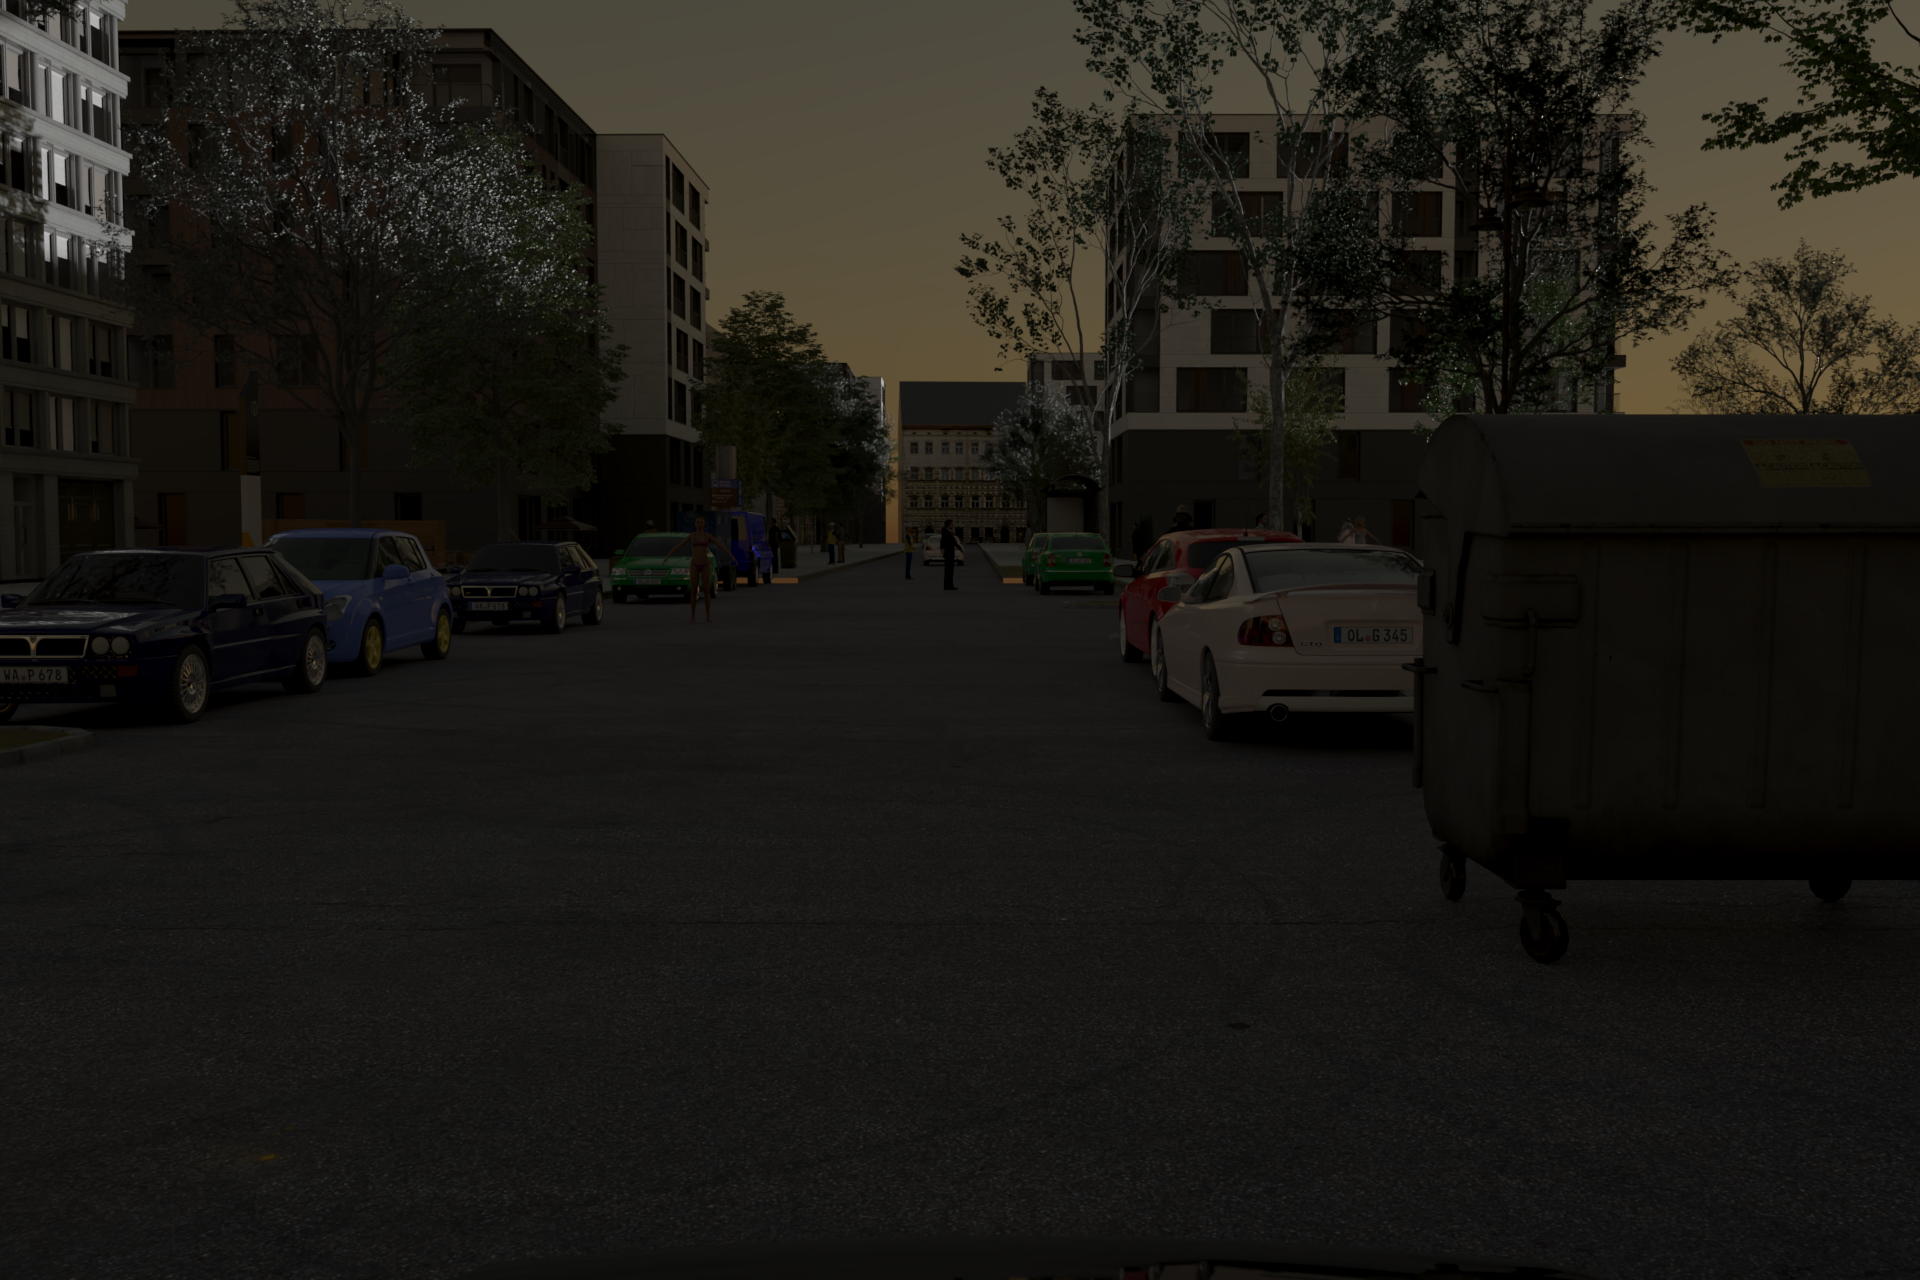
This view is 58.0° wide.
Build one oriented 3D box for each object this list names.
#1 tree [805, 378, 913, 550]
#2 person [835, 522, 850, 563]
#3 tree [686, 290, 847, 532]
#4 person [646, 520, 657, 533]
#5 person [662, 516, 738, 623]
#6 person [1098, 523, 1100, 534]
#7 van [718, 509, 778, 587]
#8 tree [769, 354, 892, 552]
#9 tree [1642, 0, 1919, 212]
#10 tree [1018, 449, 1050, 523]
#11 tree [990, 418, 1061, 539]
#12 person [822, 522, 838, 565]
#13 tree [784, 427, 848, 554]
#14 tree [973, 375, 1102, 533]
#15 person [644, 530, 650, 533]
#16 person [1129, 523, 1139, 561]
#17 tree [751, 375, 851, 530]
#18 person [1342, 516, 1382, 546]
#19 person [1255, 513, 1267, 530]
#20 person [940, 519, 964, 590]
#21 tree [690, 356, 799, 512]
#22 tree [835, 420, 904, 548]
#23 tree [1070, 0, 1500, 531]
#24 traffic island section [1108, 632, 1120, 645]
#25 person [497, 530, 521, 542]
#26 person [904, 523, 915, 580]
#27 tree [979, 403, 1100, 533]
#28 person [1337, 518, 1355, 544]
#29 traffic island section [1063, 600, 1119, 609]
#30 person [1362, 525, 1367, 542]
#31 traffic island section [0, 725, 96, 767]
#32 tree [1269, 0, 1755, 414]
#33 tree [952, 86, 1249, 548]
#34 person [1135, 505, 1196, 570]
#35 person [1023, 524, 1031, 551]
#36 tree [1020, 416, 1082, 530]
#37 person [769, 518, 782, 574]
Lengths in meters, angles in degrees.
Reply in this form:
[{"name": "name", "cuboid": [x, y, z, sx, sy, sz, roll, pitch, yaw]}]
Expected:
[{"name": "tree", "cuboid": [-9.298, -13.812, 136.202, 12.009, 13.543, 11.850, 0, 3, 0]}, {"name": "person", "cuboid": [-5.317, -4.331, 77.084, 0.705, 1.796, 1.348, 3, 4, 38]}, {"name": "tree", "cuboid": [-9.389, -9.992, 81.499, 7.486, 12.596, 7.792, 0, 3, 0]}, {"name": "person", "cuboid": [-12.910, -4.056, 72.082, 0.705, 1.858, 1.354, -3, 5, -44]}, {"name": "person", "cuboid": [-4.212, -1.152, 28.094, 1.217, 1.733, 0.721, -1, 4, -9]}, {"name": "person", "cuboid": [6.356, -4.374, 77.444, 0.705, 1.837, 1.347, 1, 4, 19]}, {"name": "van", "cuboid": [-6.408, -2.704, 48.590, 2.240, 2.365, 5.245, 0, 4, 0]}, {"name": "tree", "cuboid": [-9.518, -13.099, 120.821, 9.857, 13.997, 8.962, 0, 3, 0]}, {"name": "tree", "cuboid": [9.058, -5.394, 13.941, 9.928, 11.665, 9.643, 0, 3, 0]}, {"name": "tree", "cuboid": [6.857, -11.862, 144.301, 4.360, 8.622, 3.978, 0, 3, 0]}, {"name": "tree", "cuboid": [6.417, -13.920, 153.349, 9.928, 11.665, 9.643, 0, 3, 0]}, {"name": "person", "cuboid": [-5.425, -4.020, 72.193, 0.721, 1.772, 1.216, -2, 4, -33]}, {"name": "tree", "cuboid": [-9.335, -9.767, 110.054, 4.737, 8.622, 4.395, 0, 3, 0]}, {"name": "tree", "cuboid": [6.179, -13.693, 134.254, 12.009, 13.543, 11.850, 0, 3, 0]}, {"name": "person", "cuboid": [-11.515, -3.359, 64.188, 0.599, 1.433, 0.991, -2, 4, -24]}, {"name": "person", "cuboid": [8.348, -4.682, 82.680, 0.704, 1.812, 1.346, 1, 4, 22]}, {"name": "tree", "cuboid": [-9.331, -10.013, 98.122, 7.601, 10.594, 8.767, -3, 5, -44]}, {"name": "person", "cuboid": [10.578, -2.389, 45.671, 1.214, 1.753, 0.721, -1, 4, -13]}, {"name": "person", "cuboid": [6.670, -1.894, 37.794, 0.721, 1.735, 1.217, 3, 4, 39]}, {"name": "person", "cuboid": [-0.250, -2.182, 44.326, 0.705, 1.806, 1.347, 2, 4, 23]}, {"name": "tree", "cuboid": [-9.140, -7.451, 72.182, 4.737, 8.622, 4.395, 0, 3, 0]}, {"name": "tree", "cuboid": [-8.924, -14.113, 156.501, 9.928, 11.665, 9.643, 0, 3, 0]}, {"name": "tree", "cuboid": [10.085, -11.658, 46.505, 12.611, 20.169, 13.585, 0, 3, 0]}, {"name": "traffic island section", "cuboid": [2.992, -0.010, 23.022, 1.991, 0.108, 1.994, 0, 3, 0]}, {"name": "person", "cuboid": [-18.253, -3.923, 69.996, 0.705, 1.847, 1.347, 2, 4, 28]}, {"name": "person", "cuboid": [-1.535, -2.782, 54.400, 0.721, 1.772, 1.216, 0, 4, -6]}, {"name": "tree", "cuboid": [5.861, -11.532, 122.968, 8.767, 10.594, 7.601, -1, 4, -18]}, {"name": "person", "cuboid": [10.991, -2.599, 49.210, 0.621, 1.740, 0.551, 3, 4, 36]}, {"name": "traffic island section", "cuboid": [3.037, -0.687, 34.097, 1.991, 0.108, 1.994, 0, 3, 0]}, {"name": "person", "cuboid": [17.123, -4.141, 73.832, 0.704, 1.817, 1.347, 0, 4, 4]}, {"name": "traffic island section", "cuboid": [-6.823, 0.713, 11.206, 1.991, 0.108, 1.994, 0, 4, 1]}, {"name": "tree", "cuboid": [8.040, -5.637, 26.572, 7.601, 10.594, 8.767, -2, 4, -28]}, {"name": "tree", "cuboid": [5.673, -13.290, 73.187, 12.611, 20.169, 13.585, 0, 3, 0]}, {"name": "person", "cuboid": [3.231, -1.039, 25.221, 1.354, 1.856, 0.705, 1, 4, 16]}, {"name": "person", "cuboid": [3.403, -4.962, 87.311, 0.705, 1.806, 1.347, 0, 4, -7]}, {"name": "tree", "cuboid": [5.848, -9.684, 108.693, 4.737, 8.622, 4.395, 0, 3, 0]}, {"name": "person", "cuboid": [-6.080, -3.062, 56.294, 0.704, 1.802, 1.346, 1, 4, 22]}]
